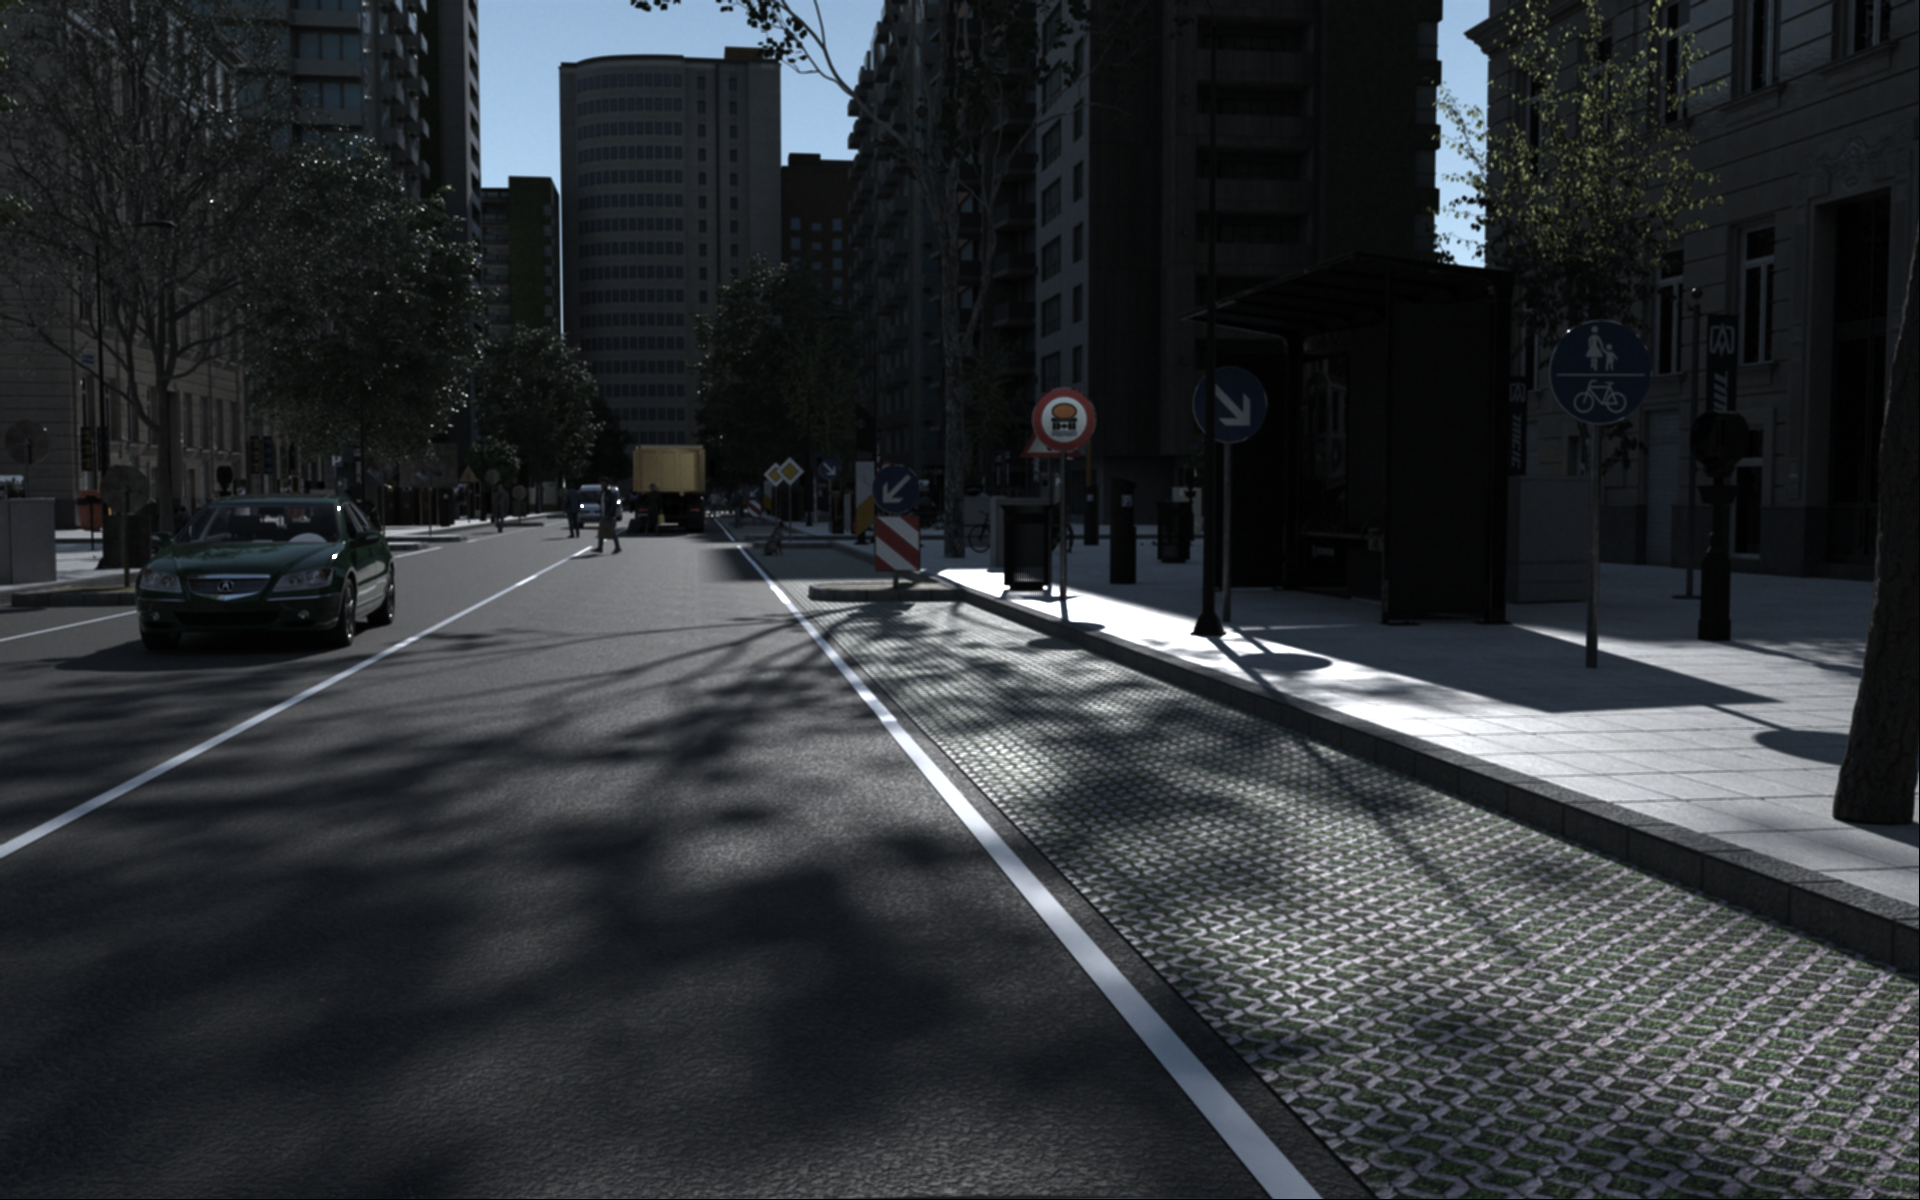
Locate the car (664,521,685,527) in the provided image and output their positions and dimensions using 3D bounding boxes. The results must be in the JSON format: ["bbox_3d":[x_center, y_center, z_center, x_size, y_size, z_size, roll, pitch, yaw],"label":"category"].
[{"bbox_3d":[-12.970,-3.885,75.877,2.083,1.381,4.827,-1,4,-11],"label":"car"}]

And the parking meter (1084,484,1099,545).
[{"bbox_3d":[3.297,-2.142,43.441,0.372,1.533,0.369,0,3,0],"label":"parking meter"}]

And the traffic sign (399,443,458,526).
[{"bbox_3d":[-21.182,-4.598,69.046,2.265,3.308,0.079,0,4,-7],"label":"traffic sign"}]

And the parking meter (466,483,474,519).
[{"bbox_3d":[-25.114,-5.080,88.766,0.399,1.863,0.255,-1,4,-18],"label":"parking meter"}]

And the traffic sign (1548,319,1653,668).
[{"bbox_3d":[4.669,-0.772,12.728,0.768,2.556,0.104,0,4,-2],"label":"traffic sign"}]

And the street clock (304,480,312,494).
[{"bbox_3d":[-34.189,-5.279,90.886,0.358,2.002,0.471,0,4,-2],"label":"street clock"}]

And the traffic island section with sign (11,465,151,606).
[{"bbox_3d":[-11.293,-0.891,23.189,1.989,1.847,2.006,-1,4,-9],"label":"traffic island section with sign"}]

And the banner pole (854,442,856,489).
[{"bbox_3d":[-4.996,-5.717,83.488,0.401,3.779,0.863,-1,4,-16],"label":"banner pole"}]

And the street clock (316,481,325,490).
[{"bbox_3d":[-36.058,-5.697,97.723,0.358,2.002,0.471,1,4,18],"label":"street clock"}]

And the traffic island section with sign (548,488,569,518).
[{"bbox_3d":[-23.695,-5.822,103.814,1.989,1.847,2.006,-1,4,-9],"label":"traffic island section with sign"}]

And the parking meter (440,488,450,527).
[{"bbox_3d":[-20.316,-3.663,68.305,0.372,1.533,0.369,0,3,0],"label":"parking meter"}]

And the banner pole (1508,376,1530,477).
[{"bbox_3d":[10.239,-2.584,32.271,0.863,3.779,0.401,-1,4,-23],"label":"banner pole"}]

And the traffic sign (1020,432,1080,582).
[{"bbox_3d":[1.304,-1.539,25.162,0.884,2.594,0.081,0,4,-2],"label":"traffic sign"}]

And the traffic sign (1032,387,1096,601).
[{"bbox_3d":[1.243,-1.265,20.784,0.768,2.556,0.104,0,4,0],"label":"traffic sign"}]

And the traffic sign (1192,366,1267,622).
[{"bbox_3d":[2.676,-1.052,17.311,0.768,2.556,0.104,-1,4,-8],"label":"traffic sign"}]

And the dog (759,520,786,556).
[{"bbox_3d":[-4.437,-1.429,40.202,0.800,0.831,0.513,-1,4,-8],"label":"dog"}]

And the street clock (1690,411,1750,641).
[{"bbox_3d":[6.624,-0.647,15.152,0.358,2.002,0.471,-1,4,-20],"label":"street clock"}]

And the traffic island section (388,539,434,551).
[{"bbox_3d":[-14.955,-1.384,44.912,2.009,0.180,2.903,-1,4,-9],"label":"traffic island section"}]

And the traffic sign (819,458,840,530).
[{"bbox_3d":[-4.627,-3.757,61.535,0.768,2.556,0.104,0,4,-2],"label":"traffic sign"}]

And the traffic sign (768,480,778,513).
[{"bbox_3d":[-10.989,-6.091,101.713,0.606,2.300,0.079,0,4,0],"label":"traffic sign"}]

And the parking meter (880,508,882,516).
[{"bbox_3d":[-3.876,-4.873,88.090,0.372,1.533,0.369,0,3,0],"label":"parking meter"}]

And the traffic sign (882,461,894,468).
[{"bbox_3d":[-2.818,-4.121,67.481,0.768,2.556,0.104,0,4,-5],"label":"traffic sign"}]

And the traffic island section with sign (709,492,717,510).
[{"bbox_3d":[-21.304,-8.984,155.523,1.989,1.847,2.006,-1,4,-9],"label":"traffic island section with sign"}]

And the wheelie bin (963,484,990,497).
[{"bbox_3d":[0.447,-2.872,54.866,0.980,1.594,0.693,0,4,4],"label":"wheelie bin"}]

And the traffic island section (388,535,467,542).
[{"bbox_3d":[-16.169,-1.867,52.804,2.009,0.180,2.903,-1,4,-9],"label":"traffic island section"}]

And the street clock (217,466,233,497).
[{"bbox_3d":[-18.878,-2.443,44.507,0.471,2.002,0.358,3,5,44],"label":"street clock"}]

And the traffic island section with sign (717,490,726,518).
[{"bbox_3d":[-13.597,-5.918,105.394,1.989,1.847,2.006,-1,4,-9],"label":"traffic island section with sign"}]

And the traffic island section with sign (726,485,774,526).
[{"bbox_3d":[-9.498,-4.289,78.752,1.989,1.847,2.006,-1,4,-9],"label":"traffic island section with sign"}]

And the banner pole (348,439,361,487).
[{"bbox_3d":[-27.598,-5.444,79.028,0.863,3.779,0.401,-1,4,-20],"label":"banner pole"}]

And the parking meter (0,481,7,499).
[{"bbox_3d":[-18.023,-1.466,32.380,0.372,1.533,0.369,0,3,0],"label":"parking meter"}]

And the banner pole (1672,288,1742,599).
[{"bbox_3d":[9.183,-1.909,21.237,0.863,3.779,0.401,-1,4,-17],"label":"banner pole"}]

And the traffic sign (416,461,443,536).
[{"bbox_3d":[-16.147,-3.003,52.746,0.795,2.450,0.064,-1,4,-9],"label":"traffic sign"}]

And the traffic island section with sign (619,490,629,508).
[{"bbox_3d":[-35.485,-10.509,180.444,1.989,1.847,2.006,-1,4,-9],"label":"traffic island section with sign"}]

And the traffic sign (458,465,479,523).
[{"bbox_3d":[-21.823,-4.704,76.915,0.884,2.594,0.081,0,4,-7],"label":"traffic sign"}]

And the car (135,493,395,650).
[{"bbox_3d":[-6.907,-0.354,17.585,2.131,1.459,4.920,-1,4,-11],"label":"car"}]

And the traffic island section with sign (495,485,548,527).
[{"bbox_3d":[-19.596,-4.192,77.171,1.989,1.847,2.006,-1,4,-9],"label":"traffic island section with sign"}]

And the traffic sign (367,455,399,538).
[{"bbox_3d":[-14.933,-2.521,44.853,0.795,2.450,0.064,-1,4,-9],"label":"traffic sign"}]

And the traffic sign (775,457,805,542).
[{"bbox_3d":[-4.557,-2.617,46.423,0.795,2.450,0.064,-1,4,-9],"label":"traffic sign"}]

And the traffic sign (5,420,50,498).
[{"bbox_3d":[-16.011,-1.814,29.758,0.768,2.556,0.104,0,4,0],"label":"traffic sign"}]

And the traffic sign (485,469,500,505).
[{"bbox_3d":[-24.000,-5.432,88.919,0.768,2.556,0.104,0,4,-5],"label":"traffic sign"}]

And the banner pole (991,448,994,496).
[{"bbox_3d":[1.938,-6.308,93.152,0.863,3.779,0.401,-2,4,-34],"label":"banner pole"}]

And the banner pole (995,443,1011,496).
[{"bbox_3d":[2.236,-5.764,84.259,0.401,3.779,0.863,-2,4,-31],"label":"banner pole"}]

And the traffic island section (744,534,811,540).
[{"bbox_3d":[-5.750,-1.964,54.396,2.009,0.180,2.903,-1,4,-9],"label":"traffic island section"}]

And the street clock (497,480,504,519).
[{"bbox_3d":[-23.944,-5.245,90.324,0.358,2.002,0.471,0,4,-1],"label":"street clock"}]

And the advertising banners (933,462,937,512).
[{"bbox_3d":[-1.483,-6.164,96.966,0.090,3.025,2.074,-1,4,-10],"label":"advertising banners"}]

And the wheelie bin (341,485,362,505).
[{"bbox_3d":[-22.226,-3.397,63.452,0.693,1.594,0.980,1,4,18],"label":"wheelie bin"}]

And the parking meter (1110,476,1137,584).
[{"bbox_3d":[2.337,-1.003,24.808,0.372,1.533,0.369,0,3,0],"label":"parking meter"}]

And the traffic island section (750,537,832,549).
[{"bbox_3d":[-4.535,-1.482,46.504,2.009,0.180,2.903,-1,4,-9],"label":"traffic island section"}]

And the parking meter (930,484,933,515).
[{"bbox_3d":[-1.650,-5.546,96.383,0.255,1.863,0.399,0,4,-7],"label":"parking meter"}]

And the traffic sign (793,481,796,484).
[{"bbox_3d":[-10.358,-6.461,105.740,0.768,2.556,0.104,0,3,0],"label":"traffic sign"}]

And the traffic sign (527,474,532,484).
[{"bbox_3d":[-26.797,-6.523,106.762,0.768,2.556,0.104,0,4,-8],"label":"traffic sign"}]

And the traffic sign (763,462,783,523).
[{"bbox_3d":[-5.772,-3.099,54.316,0.795,2.450,0.064,-1,4,-9],"label":"traffic sign"}]

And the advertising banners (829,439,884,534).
[{"bbox_3d":[-3.304,-3.620,55.373,2.074,3.025,0.090,2,4,29],"label":"advertising banners"}]

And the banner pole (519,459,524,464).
[{"bbox_3d":[-28.857,-7.576,113.879,0.401,3.779,0.863,1,4,14],"label":"banner pole"}]

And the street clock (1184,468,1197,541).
[{"bbox_3d":[6.302,-2.617,47.366,0.358,2.002,0.471,1,4,20],"label":"street clock"}]

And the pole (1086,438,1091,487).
[{"bbox_3d":[4.112,-3.769,55.471,0.158,3.312,0.155,0,3,0],"label":"pole"}]

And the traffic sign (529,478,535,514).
[{"bbox_3d":[-27.887,-6.744,112.392,0.606,2.300,0.079,0,4,-7],"label":"traffic sign"}]

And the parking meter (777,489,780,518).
[{"bbox_3d":[-9.818,-5.250,94.246,0.372,1.533,0.369,0,3,0],"label":"parking meter"}]

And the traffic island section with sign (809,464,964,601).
[{"bbox_3d":[-1.072,-0.936,23.928,1.989,1.847,2.006,-1,4,-9],"label":"traffic island section with sign"}]

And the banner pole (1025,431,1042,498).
[{"bbox_3d":[2.901,-4.846,69.256,0.863,3.779,0.401,0,4,1],"label":"banner pole"}]
